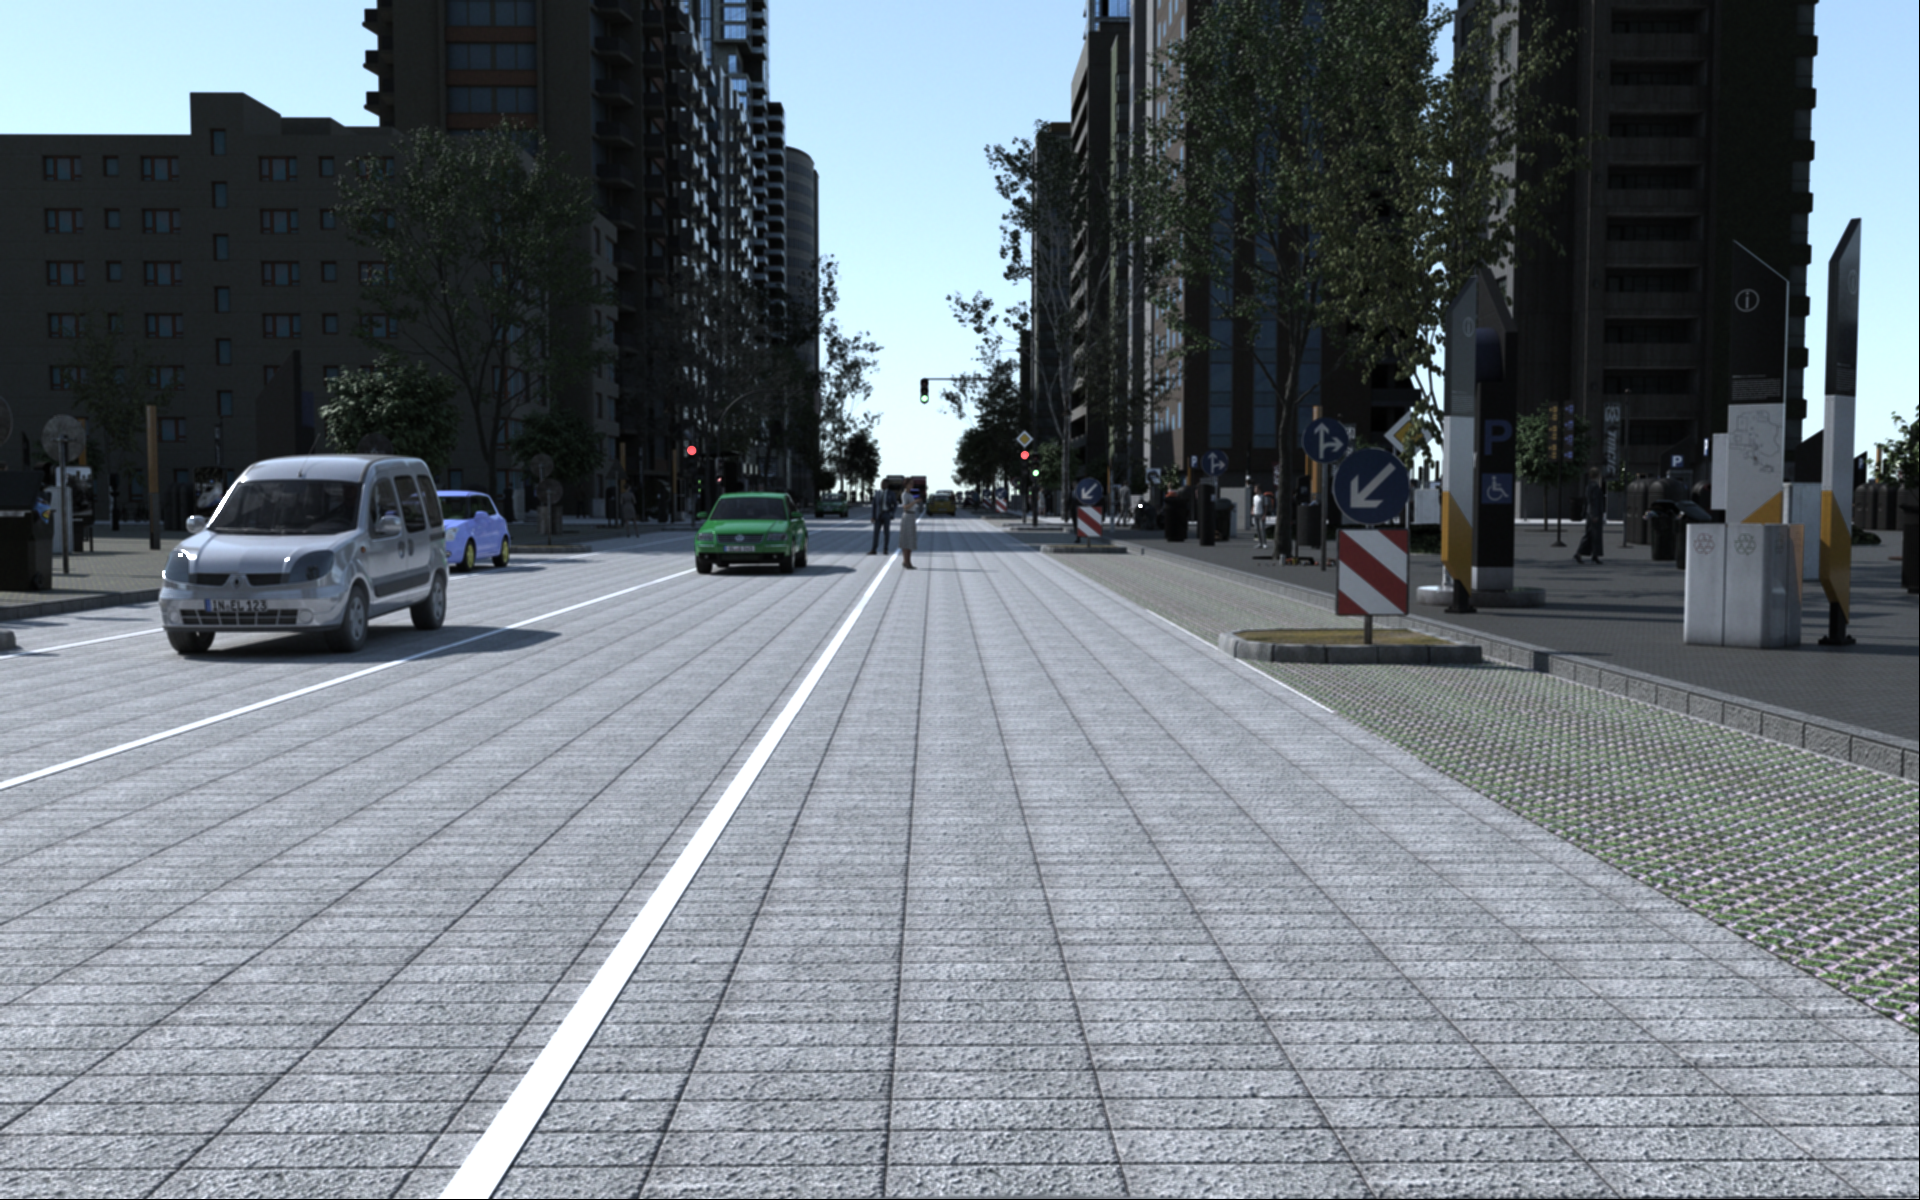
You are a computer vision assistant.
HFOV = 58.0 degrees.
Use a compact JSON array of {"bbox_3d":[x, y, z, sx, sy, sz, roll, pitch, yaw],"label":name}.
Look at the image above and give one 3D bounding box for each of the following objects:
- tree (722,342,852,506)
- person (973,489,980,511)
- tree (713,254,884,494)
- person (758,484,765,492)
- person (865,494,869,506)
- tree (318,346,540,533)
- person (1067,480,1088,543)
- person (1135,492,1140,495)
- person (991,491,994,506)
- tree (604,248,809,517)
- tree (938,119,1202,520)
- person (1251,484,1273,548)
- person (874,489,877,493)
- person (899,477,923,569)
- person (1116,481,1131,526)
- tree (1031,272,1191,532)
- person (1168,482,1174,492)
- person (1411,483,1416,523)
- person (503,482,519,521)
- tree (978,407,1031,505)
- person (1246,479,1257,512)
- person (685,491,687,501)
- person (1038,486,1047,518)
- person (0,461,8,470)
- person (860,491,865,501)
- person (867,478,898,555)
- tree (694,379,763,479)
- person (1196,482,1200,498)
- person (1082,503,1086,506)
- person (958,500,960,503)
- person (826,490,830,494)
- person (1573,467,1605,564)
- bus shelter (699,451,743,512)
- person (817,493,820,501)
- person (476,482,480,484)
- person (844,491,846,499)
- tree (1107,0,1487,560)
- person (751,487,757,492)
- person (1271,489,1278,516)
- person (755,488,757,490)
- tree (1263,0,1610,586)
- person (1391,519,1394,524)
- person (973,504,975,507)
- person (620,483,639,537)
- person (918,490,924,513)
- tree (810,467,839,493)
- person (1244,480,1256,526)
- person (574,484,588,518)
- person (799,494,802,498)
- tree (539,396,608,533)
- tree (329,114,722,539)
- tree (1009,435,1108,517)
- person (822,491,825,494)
[{"bbox_3d":[-13.119,-11.741,117.726,9.928,11.665,9.643,0,3,0],"label":"tree"},{"bbox_3d":[1.199,-7.267,127.666,0.444,1.785,0.601,-2,4,-33],"label":"person"},{"bbox_3d":[-12.416,-17.112,135.664,12.611,20.169,13.585,0,3,0],"label":"tree"},{"bbox_3d":[-6.589,-2.948,57.100,0.834,1.777,0.661,-1,4,-13],"label":"person"},{"bbox_3d":[-11.172,-12.031,208.423,0.599,1.433,0.991,-2,4,-31],"label":"person"},{"bbox_3d":[-12.621,-3.365,38.730,4.285,4.588,4.351,0,3,0],"label":"tree"},{"bbox_3d":[3.400,-2.576,50.394,0.659,1.850,0.755,2,4,24],"label":"person"},{"bbox_3d":[11.618,-6.544,112.839,0.447,1.846,0.655,0,3,0],"label":"person"},{"bbox_3d":[3.608,-11.342,192.960,0.415,1.643,0.593,0,4,0],"label":"person"},{"bbox_3d":[-12.938,-10.842,87.640,12.009,13.543,11.850,0,3,0],"label":"tree"},{"bbox_3d":[5.707,-14.087,86.210,12.611,20.169,13.585,0,3,0],"label":"tree"},{"bbox_3d":[7.143,-1.982,41.046,0.503,1.515,0.523,1,4,21],"label":"person"},{"bbox_3d":[-7.034,-8.486,147.268,0.620,1.820,0.660,-2,4,-27],"label":"person"},{"bbox_3d":[-0.906,-1.466,33.043,0.524,1.755,0.480,1,4,17],"label":"person"},{"bbox_3d":[6.534,-3.816,68.554,0.709,1.813,0.853,3,5,40],"label":"person"},{"bbox_3d":[5.207,-6.551,57.473,4.360,8.622,3.978,0,3,0],"label":"tree"},{"bbox_3d":[8.246,-3.663,66.612,0.598,1.740,0.731,1,4,13],"label":"person"},{"bbox_3d":[20.362,-4.391,78.021,0.473,1.802,0.592,2,4,33],"label":"person"},{"bbox_3d":[-21.025,-4.578,80.991,0.850,1.850,0.679,-3,4,-36],"label":"person"},{"bbox_3d":[4.425,-11.896,144.856,4.360,8.622,3.978,0,3,0],"label":"tree"},{"bbox_3d":[10.532,-3.467,62.693,0.622,1.834,0.822,-3,5,-39],"label":"person"},{"bbox_3d":[-18.851,-6.809,117.552,0.661,1.801,0.590,3,4,38],"label":"person"},{"bbox_3d":[4.407,-5.290,93.536,0.522,1.701,0.512,1,4,15],"label":"person"},{"bbox_3d":[-16.812,-1.500,30.342,0.755,1.850,0.659,-3,4,-39],"label":"person"},{"bbox_3d":[-17.433,-18.334,305.941,1.348,1.807,0.705,-1,4,-17],"label":"person"},{"bbox_3d":[-1.836,-1.977,41.004,0.721,1.800,0.419,0,4,4],"label":"person"},{"bbox_3d":[-13.727,-9.496,105.626,4.737,8.622,4.395,0,3,0],"label":"tree"},{"bbox_3d":[11.008,-4.469,79.126,0.388,1.821,0.555,-2,4,-34],"label":"person"},{"bbox_3d":[7.603,-6.136,106.459,0.391,1.810,0.635,3,5,41],"label":"person"},{"bbox_3d":[-0.023,-16.689,282.041,0.621,1.740,0.551,-2,4,-29],"label":"person"},{"bbox_3d":[-15.320,-12.027,202.678,1.348,1.824,0.705,0,4,1],"label":"person"},{"bbox_3d":[11.650,-1.557,31.918,0.534,1.772,0.576,-1,4,-22],"label":"person"},{"bbox_3d":[-13.306,-6.457,96.856,1.731,3.624,6.357,0,4,-1],"label":"bus shelter"},{"bbox_3d":[-20.132,-14.687,246.972,0.445,1.727,0.742,0,4,-3],"label":"person"},{"bbox_3d":[-21.274,-4.293,76.330,0.694,1.812,0.767,-2,4,-33],"label":"person"},{"bbox_3d":[-17.815,-16.000,268.305,0.621,1.740,0.551,-2,4,-29],"label":"person"},{"bbox_3d":[6.467,-6.596,33.605,9.928,11.665,9.643,0,3,0],"label":"tree"},{"bbox_3d":[-14.634,-7.190,123.692,0.679,1.850,0.850,-3,4,-38],"label":"person"},{"bbox_3d":[18.214,-5.690,99.744,0.598,1.740,0.731,-1,4,-16],"label":"person"},{"bbox_3d":[-17.022,-8.473,144.556,0.573,1.828,0.580,1,4,21],"label":"person"},{"bbox_3d":[6.482,-4.479,23.597,4.737,8.622,4.395,0,3,0],"label":"tree"},{"bbox_3d":[16.496,-3.698,66.410,0.836,1.842,0.656,-1,4,-22],"label":"person"},{"bbox_3d":[1.382,-10.322,177.242,0.705,1.826,1.348,0,4,4],"label":"person"},{"bbox_3d":[-10.923,-2.963,57.284,0.599,1.781,0.374,0,4,-7],"label":"person"},{"bbox_3d":[-3.019,-7.632,133.840,0.362,1.759,0.519,3,5,42],"label":"person"},{"bbox_3d":[-15.513,-13.094,197.802,4.285,4.588,4.351,0,3,0],"label":"tree"},{"bbox_3d":[11.479,-3.845,68.707,0.655,1.846,0.447,2,4,34],"label":"person"},{"bbox_3d":[-20.186,-5.281,92.305,0.656,1.842,0.836,-3,4,-37],"label":"person"},{"bbox_3d":[-23.470,-15.279,255.484,0.705,1.869,1.348,-2,4,-32],"label":"person"},{"bbox_3d":[-13.520,-4.537,57.888,4.285,4.588,4.351,0,3,0],"label":"tree"},{"bbox_3d":[-13.342,-7.518,48.676,9.928,11.665,9.643,0,3,0],"label":"tree"},{"bbox_3d":[5.252,-6.931,97.041,4.285,4.588,4.351,0,3,0],"label":"tree"},{"bbox_3d":[-20.477,-15.593,260.848,0.709,1.838,0.599,3,5,42],"label":"person"}]
